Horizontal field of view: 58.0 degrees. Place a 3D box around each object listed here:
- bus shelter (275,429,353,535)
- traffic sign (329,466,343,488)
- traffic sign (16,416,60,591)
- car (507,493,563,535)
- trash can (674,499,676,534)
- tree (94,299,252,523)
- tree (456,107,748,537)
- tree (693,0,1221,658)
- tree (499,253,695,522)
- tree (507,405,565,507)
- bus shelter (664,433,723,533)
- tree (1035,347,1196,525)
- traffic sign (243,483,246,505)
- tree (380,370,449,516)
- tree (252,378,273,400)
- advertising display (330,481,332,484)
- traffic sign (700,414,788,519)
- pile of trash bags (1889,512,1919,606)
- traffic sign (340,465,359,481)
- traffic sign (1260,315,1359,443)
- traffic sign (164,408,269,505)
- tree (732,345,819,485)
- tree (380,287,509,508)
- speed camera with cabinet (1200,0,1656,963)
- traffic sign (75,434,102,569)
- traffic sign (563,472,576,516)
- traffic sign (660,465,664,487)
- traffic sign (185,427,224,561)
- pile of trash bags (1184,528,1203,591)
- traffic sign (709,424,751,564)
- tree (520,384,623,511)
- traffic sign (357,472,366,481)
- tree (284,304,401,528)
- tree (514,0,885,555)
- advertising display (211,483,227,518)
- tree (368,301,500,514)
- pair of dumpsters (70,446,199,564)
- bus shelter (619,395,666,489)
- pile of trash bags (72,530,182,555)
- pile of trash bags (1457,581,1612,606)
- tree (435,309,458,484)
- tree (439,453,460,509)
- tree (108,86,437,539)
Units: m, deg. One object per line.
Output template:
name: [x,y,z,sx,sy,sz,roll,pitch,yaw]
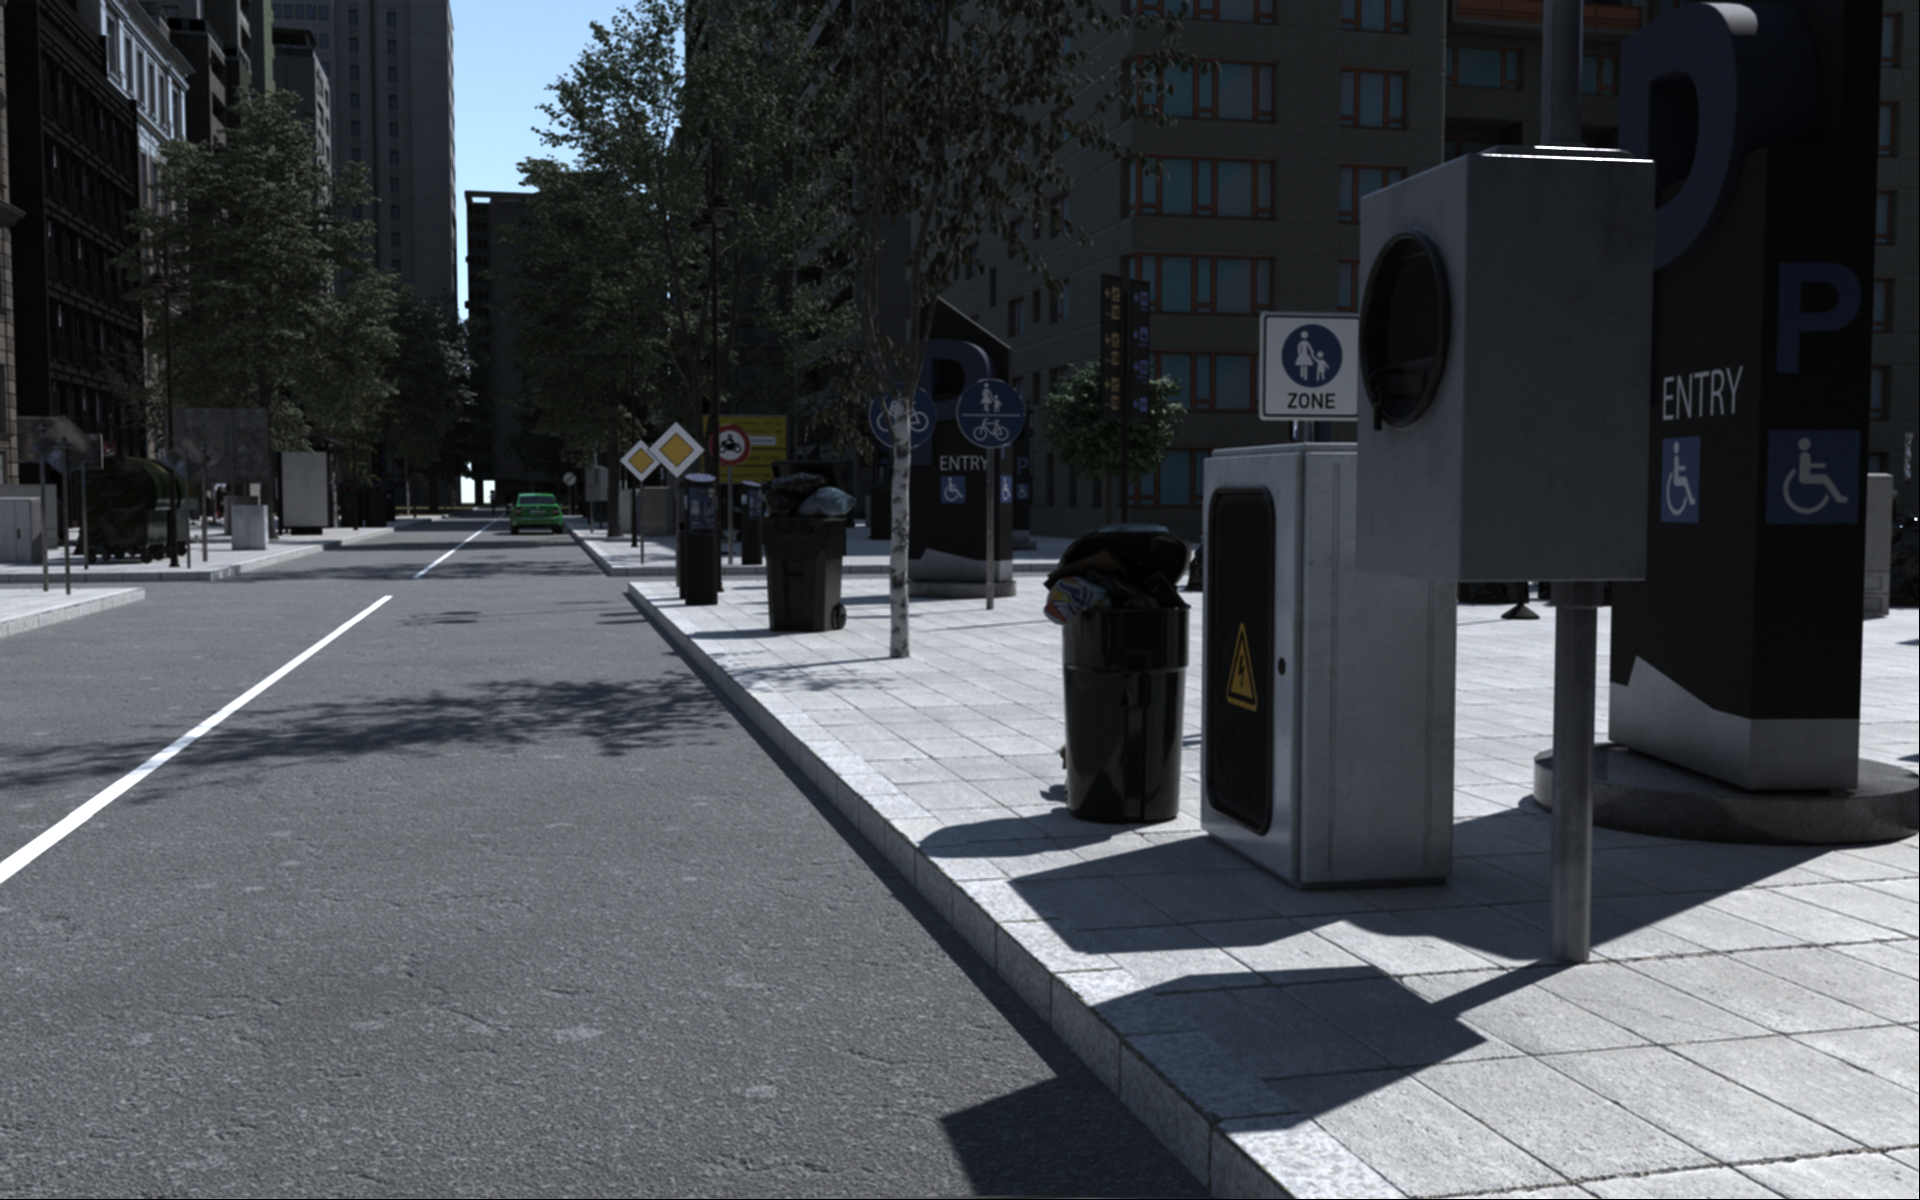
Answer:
bus shelter: [-21.273,-3.854,56.938,2.014,3.302,5.546,-1,4,-14]
traffic sign: [-28.647,-4.861,79.579,0.768,2.556,0.104,0,4,-6]
traffic sign: [-12.084,-1.266,22.835,0.606,2.300,0.079,-1,4,-10]
car: [-15.410,-3.308,62.883,1.959,1.807,4.718,-1,4,-16]
trash can: [-9.355,-2.685,55.549,0.748,1.137,0.748,0,3,0]
tree: [-28.082,-6.805,61.627,4.360,8.622,3.978,0,3,0]
tree: [-10.173,-8.127,50.996,7.486,12.596,7.792,0,3,0]
tree: [-0.310,-3.864,13.531,4.360,8.622,3.978,0,3,0]
tree: [-16.339,-9.962,79.886,9.611,12.733,9.660,0,3,0]
tree: [-40.963,-16.250,176.057,12.009,13.543,11.850,0,3,0]
bus shelter: [-9.209,-4.018,59.611,2.014,3.302,5.546,-1,4,-14]
tree: [3.287,-3.254,36.918,4.285,4.588,4.351,0,3,0]
traffic sign: [-17.211,-2.420,41.695,0.606,2.300,0.079,0,4,-4]
tree: [-32.595,-9.321,102.766,4.360,8.622,3.978,0,3,0]
tree: [-32.963,-7.727,76.698,4.360,8.622,3.978,0,3,0]
advertising display: [-29.660,-4.685,81.820,0.123,1.923,0.974,-2,4,-28]
traffic sign: [-5.550,-3.099,44.541,2.265,3.308,0.079,-1,4,-12]
pile of trash bags: [12.138,-0.620,19.895,3.447,1.369,1.912,2,4,28]
traffic sign: [-26.282,-4.558,74.624,0.768,2.556,0.104,-1,4,-12]
traffic sign: [1.972,-0.471,9.830,0.606,2.300,0.079,-1,4,-11]
traffic sign: [-17.587,-2.885,41.038,2.265,3.308,0.079,-1,4,-13]
tree: [-9.024,-8.225,84.845,4.737,8.622,4.395,0,3,0]
tree: [-48.219,-18.645,160.733,12.611,20.169,13.585,0,3,0]
speed camera with cabinet: [1.352,-0.681,5.470,0.660,3.252,2.038,-1,4,-11]
traffic sign: [-14.894,-1.671,29.458,0.606,2.300,0.079,0,4,-5]
traffic sign: [-22.951,-6.223,101.856,0.768,2.556,0.104,0,4,-7]
traffic sign: [-12.860,-4.572,74.855,0.768,2.556,0.104,0,4,-7]
traffic sign: [-14.384,-2.007,32.926,0.768,2.556,0.104,0,4,-7]
pile of trash bags: [4.352,-0.887,24.256,1.912,1.369,3.447,1,4,21]
traffic sign: [-4.202,-1.930,31.658,0.768,2.556,0.104,-1,4,-10]
tree: [-28.916,-13.789,132.110,9.857,13.997,8.962,0,3,0]
traffic sign: [-28.382,-4.923,81.671,0.795,2.450,0.064,0,4,-8]
tree: [-23.449,-7.014,65.036,4.737,8.622,4.395,0,3,0]
tree: [-5.347,-6.764,36.352,9.928,11.665,9.643,0,3,0]
advertising display: [-40.352,-5.454,94.381,0.123,1.923,0.974,2,4,27]
tree: [-34.708,-12.677,113.928,9.857,13.997,8.962,0,3,0]
pair of dumpsters: [-16.030,-1.911,33.733,1.574,2.255,4.437,-1,4,-14]
bus shelter: [-12.376,-5.509,67.704,2.179,5.291,8.768,-1,4,-14]
pile of trash bags: [-18.038,-1.741,38.219,1.912,1.369,3.447,0,4,-4]
pile of trash bags: [7.547,-0.666,20.650,3.447,1.369,1.912,1,4,20]
tree: [-28.673,-10.339,87.170,7.486,12.596,7.792,0,3,0]
tree: [-43.042,-11.856,144.210,4.737,8.622,4.395,0,3,0]
tree: [-19.484,-7.968,48.407,7.486,12.596,7.792,0,3,0]
